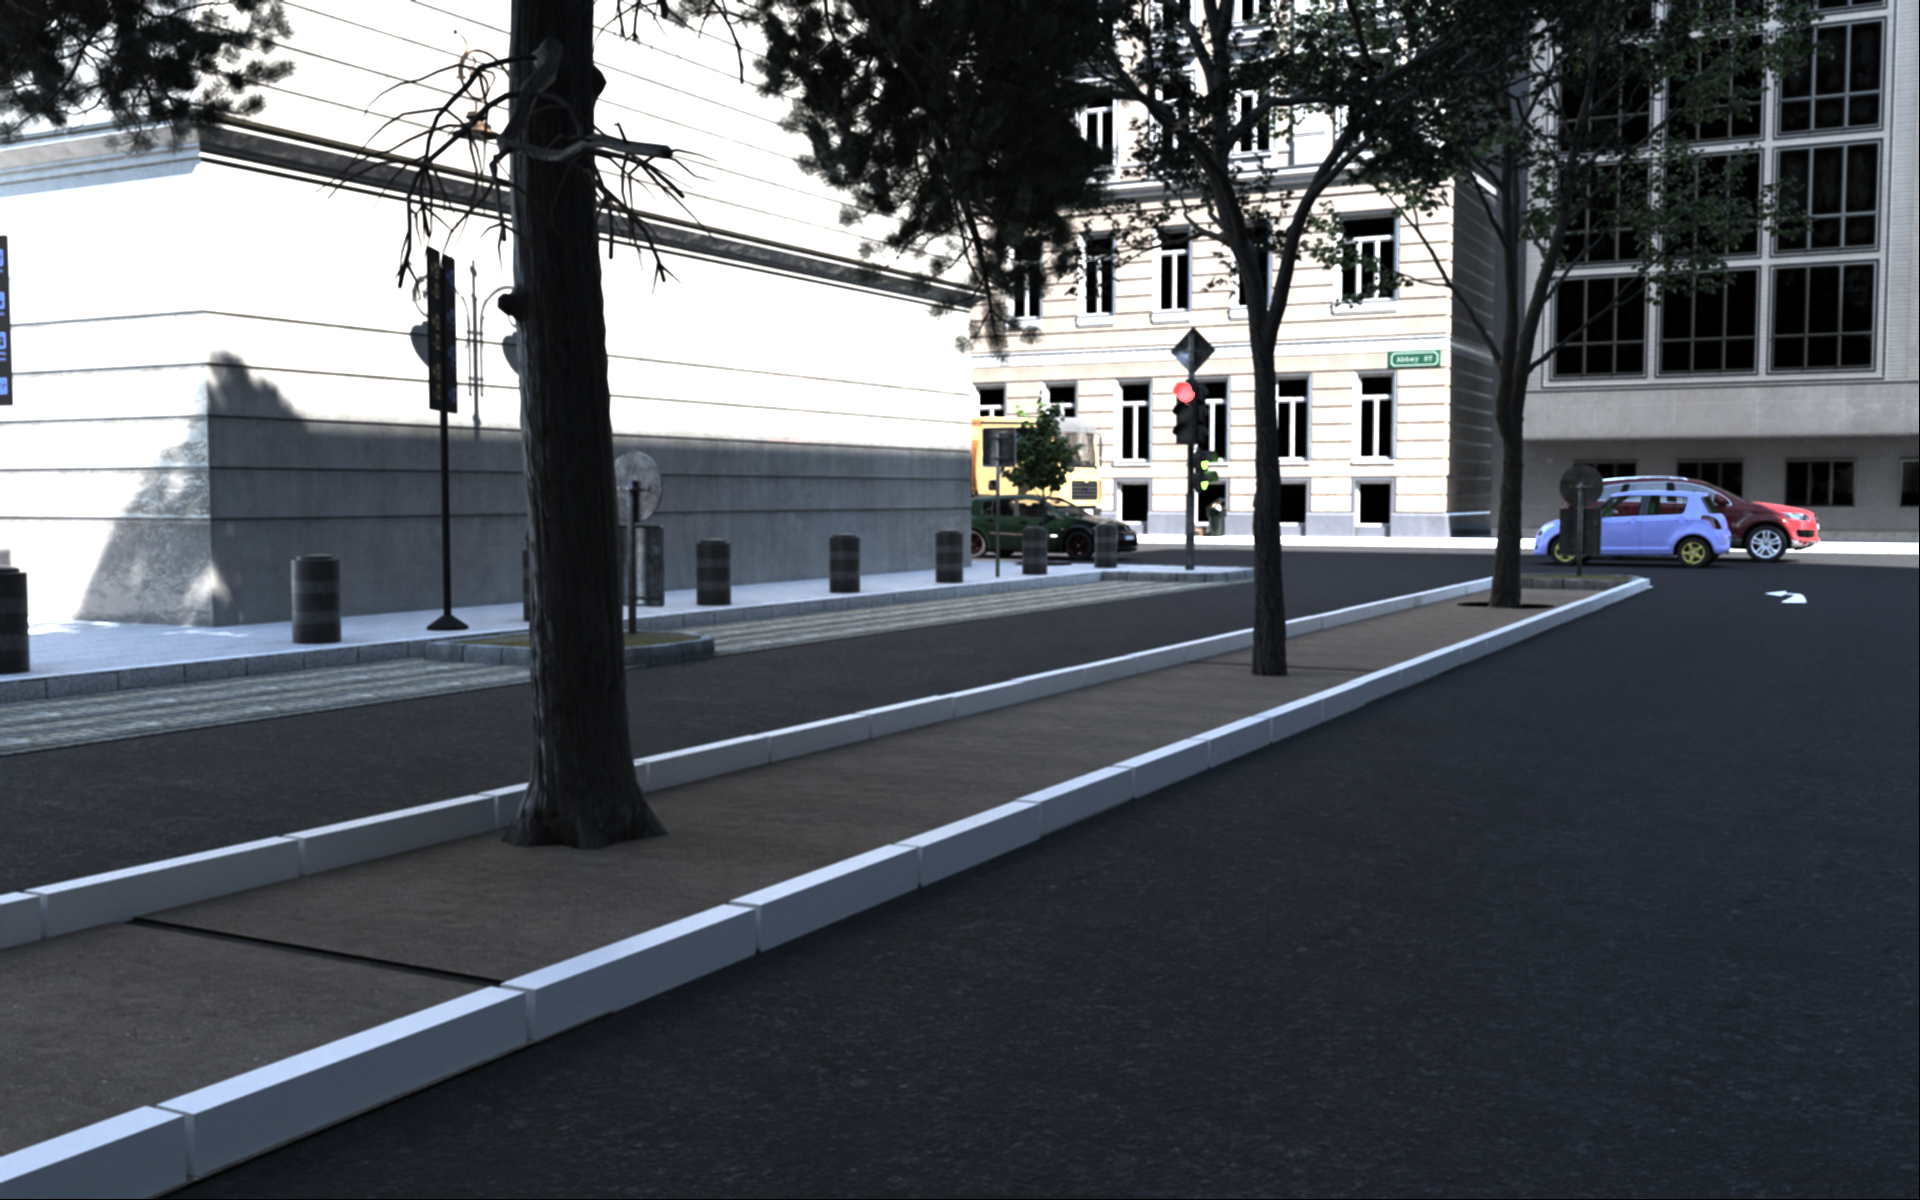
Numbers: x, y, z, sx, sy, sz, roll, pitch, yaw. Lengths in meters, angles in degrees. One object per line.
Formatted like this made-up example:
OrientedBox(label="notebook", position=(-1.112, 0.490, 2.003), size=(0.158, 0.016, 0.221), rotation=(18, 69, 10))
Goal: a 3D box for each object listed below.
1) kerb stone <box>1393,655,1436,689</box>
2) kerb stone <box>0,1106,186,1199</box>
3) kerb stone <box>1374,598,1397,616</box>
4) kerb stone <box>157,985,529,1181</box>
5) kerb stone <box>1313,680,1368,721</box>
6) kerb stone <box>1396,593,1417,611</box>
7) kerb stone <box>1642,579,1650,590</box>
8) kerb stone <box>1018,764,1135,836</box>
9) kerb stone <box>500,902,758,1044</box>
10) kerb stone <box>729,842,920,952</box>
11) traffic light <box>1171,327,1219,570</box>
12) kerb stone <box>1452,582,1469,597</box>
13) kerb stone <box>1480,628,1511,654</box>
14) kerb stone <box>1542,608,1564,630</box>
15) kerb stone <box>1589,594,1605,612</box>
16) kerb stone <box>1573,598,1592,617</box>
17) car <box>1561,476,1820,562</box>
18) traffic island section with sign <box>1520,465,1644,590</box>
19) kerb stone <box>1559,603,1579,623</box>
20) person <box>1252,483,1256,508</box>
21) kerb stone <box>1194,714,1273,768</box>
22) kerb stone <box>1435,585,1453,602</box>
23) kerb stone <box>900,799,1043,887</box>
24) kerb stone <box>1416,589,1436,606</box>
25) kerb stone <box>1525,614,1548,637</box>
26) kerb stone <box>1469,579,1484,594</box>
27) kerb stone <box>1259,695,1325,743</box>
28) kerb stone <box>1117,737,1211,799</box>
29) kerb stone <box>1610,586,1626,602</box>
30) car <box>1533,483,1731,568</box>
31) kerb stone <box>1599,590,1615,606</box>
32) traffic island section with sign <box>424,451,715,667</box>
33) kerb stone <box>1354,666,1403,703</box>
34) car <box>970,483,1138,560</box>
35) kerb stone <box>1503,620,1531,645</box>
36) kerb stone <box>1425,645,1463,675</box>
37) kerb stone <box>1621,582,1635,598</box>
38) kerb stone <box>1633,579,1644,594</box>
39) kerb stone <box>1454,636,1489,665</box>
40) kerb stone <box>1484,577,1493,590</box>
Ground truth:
OrientedBox(label="kerb stone", position=(3.417, 0.553, 13.150), size=(0.120, 0.150, 1.000), rotation=(2, 4, 28))
OrientedBox(label="kerb stone", position=(-1.888, 1.164, 3.167), size=(0.120, 0.150, 1.000), rotation=(2, 4, 28))
OrientedBox(label="kerb stone", position=(4.970, 0.102, 20.544), size=(0.120, 0.150, 1.000), rotation=(2, 4, 28))
OrientedBox(label="kerb stone", position=(-1.411, 1.115, 4.074), size=(0.120, 0.150, 1.000), rotation=(2, 4, 28))
OrientedBox(label="kerb stone", position=(2.462, 0.665, 11.337), size=(0.120, 0.150, 1.000), rotation=(2, 4, 28))
OrientedBox(label="kerb stone", position=(5.451, 0.047, 21.449), size=(0.120, 0.150, 1.000), rotation=(2, 4, 28))
OrientedBox(label="kerb stone", position=(10.173, -0.223, 25.850), size=(0.120, 0.150, 1.000), rotation=(2, 4, 28))
OrientedBox(label="kerb stone", position=(0.519, 0.888, 7.696), size=(0.120, 0.150, 1.000), rotation=(2, 4, 28))
OrientedBox(label="kerb stone", position=(-0.923, 1.059, 4.976), size=(0.120, 0.150, 1.000), rotation=(2, 4, 28))
OrientedBox(label="kerb stone", position=(-0.440, 0.999, 5.880), size=(0.120, 0.150, 1.000), rotation=(2, 4, 28))
OrientedBox(label="traffic light", position=(3.909, -2.465, 29.221), size=(0.839, 4.253, 0.868), rotation=(2, 4, 28))
OrientedBox(label="kerb stone", position=(6.893, -0.121, 24.167), size=(0.120, 0.150, 1.000), rotation=(2, 4, 28))
OrientedBox(label="kerb stone", position=(4.869, 0.387, 15.871), size=(0.120, 0.150, 1.000), rotation=(2, 4, 28))
OrientedBox(label="kerb stone", position=(6.315, 0.220, 18.602), size=(0.120, 0.150, 1.000), rotation=(2, 4, 28))
OrientedBox(label="kerb stone", position=(7.768, 0.057, 21.321), size=(0.120, 0.150, 1.000), rotation=(2, 4, 28))
OrientedBox(label="kerb stone", position=(7.283, 0.109, 20.416), size=(0.120, 0.150, 1.000), rotation=(2, 4, 28))
OrientedBox(label="car", position=(15.846, -1.784, 37.845), size=(5.304, 1.827, 2.281), rotation=(2, 4, 27))
OrientedBox(label="traffic island section with sign", position=(9.460, -1.135, 26.689), size=(2.006, 1.907, 1.989), rotation=(2, 4, 28))
OrientedBox(label="kerb stone", position=(6.798, 0.164, 19.506), size=(0.120, 0.150, 1.000), rotation=(2, 4, 28))
OrientedBox(label="person", position=(7.645, -2.131, 43.682), size=(0.374, 1.781, 0.599), rotation=(-1, 4, -21))
OrientedBox(label="kerb stone", position=(1.489, 0.776, 9.514), size=(0.120, 0.150, 1.000), rotation=(2, 4, 28))
OrientedBox(label="kerb stone", position=(6.419, -0.064, 23.259), size=(0.120, 0.150, 1.000), rotation=(2, 4, 28))
OrientedBox(label="kerb stone", position=(0.045, 0.945, 6.782), size=(0.120, 0.150, 1.000), rotation=(2, 4, 28))
OrientedBox(label="kerb stone", position=(5.938, -0.008, 22.351), size=(0.120, 0.150, 1.000), rotation=(2, 4, 28))
OrientedBox(label="kerb stone", position=(5.831, 0.276, 17.690), size=(0.120, 0.150, 1.000), rotation=(2, 4, 28))
OrientedBox(label="kerb stone", position=(7.387, -0.177, 25.082), size=(0.120, 0.150, 1.000), rotation=(2, 4, 28))
OrientedBox(label="kerb stone", position=(1.978, 0.720, 10.427), size=(0.120, 0.150, 1.000), rotation=(2, 4, 28))
OrientedBox(label="kerb stone", position=(1.004, 0.831, 8.604), size=(0.120, 0.150, 1.000), rotation=(2, 4, 28))
OrientedBox(label="kerb stone", position=(8.726, -0.057, 23.132), size=(0.120, 0.150, 1.000), rotation=(2, 4, 28))
OrientedBox(label="car", position=(13.492, -1.544, 34.831), size=(3.694, 1.707, 1.945), rotation=(2, 4, 30))
OrientedBox(label="kerb stone", position=(8.242, 0.000, 22.229), size=(0.120, 0.150, 1.000), rotation=(2, 4, 28))
OrientedBox(label="traffic island section with sign", position=(-3.256, -0.402, 15.203), size=(1.989, 1.847, 2.006), rotation=(2, 4, 28))
OrientedBox(label="kerb stone", position=(2.933, 0.608, 12.247), size=(0.120, 0.150, 1.000), rotation=(2, 4, 28))
OrientedBox(label="car", position=(1.880, -1.771, 38.740), size=(4.222, 1.686, 2.009), rotation=(2, 4, 28))
OrientedBox(label="kerb stone", position=(5.349, 0.331, 16.776), size=(0.120, 0.150, 1.000), rotation=(2, 4, 28))
OrientedBox(label="kerb stone", position=(3.896, 0.498, 14.056), size=(0.120, 0.150, 1.000), rotation=(2, 4, 28))
OrientedBox(label="kerb stone", position=(9.206, -0.113, 24.038), size=(0.120, 0.150, 1.000), rotation=(2, 4, 28))
OrientedBox(label="kerb stone", position=(9.688, -0.167, 24.945), size=(0.120, 0.150, 1.000), rotation=(2, 4, 28))
OrientedBox(label="kerb stone", position=(4.382, 0.443, 14.958), size=(0.120, 0.150, 1.000), rotation=(2, 4, 28))
OrientedBox(label="kerb stone", position=(7.866, -0.231, 25.990), size=(0.120, 0.150, 1.000), rotation=(2, 4, 28))
